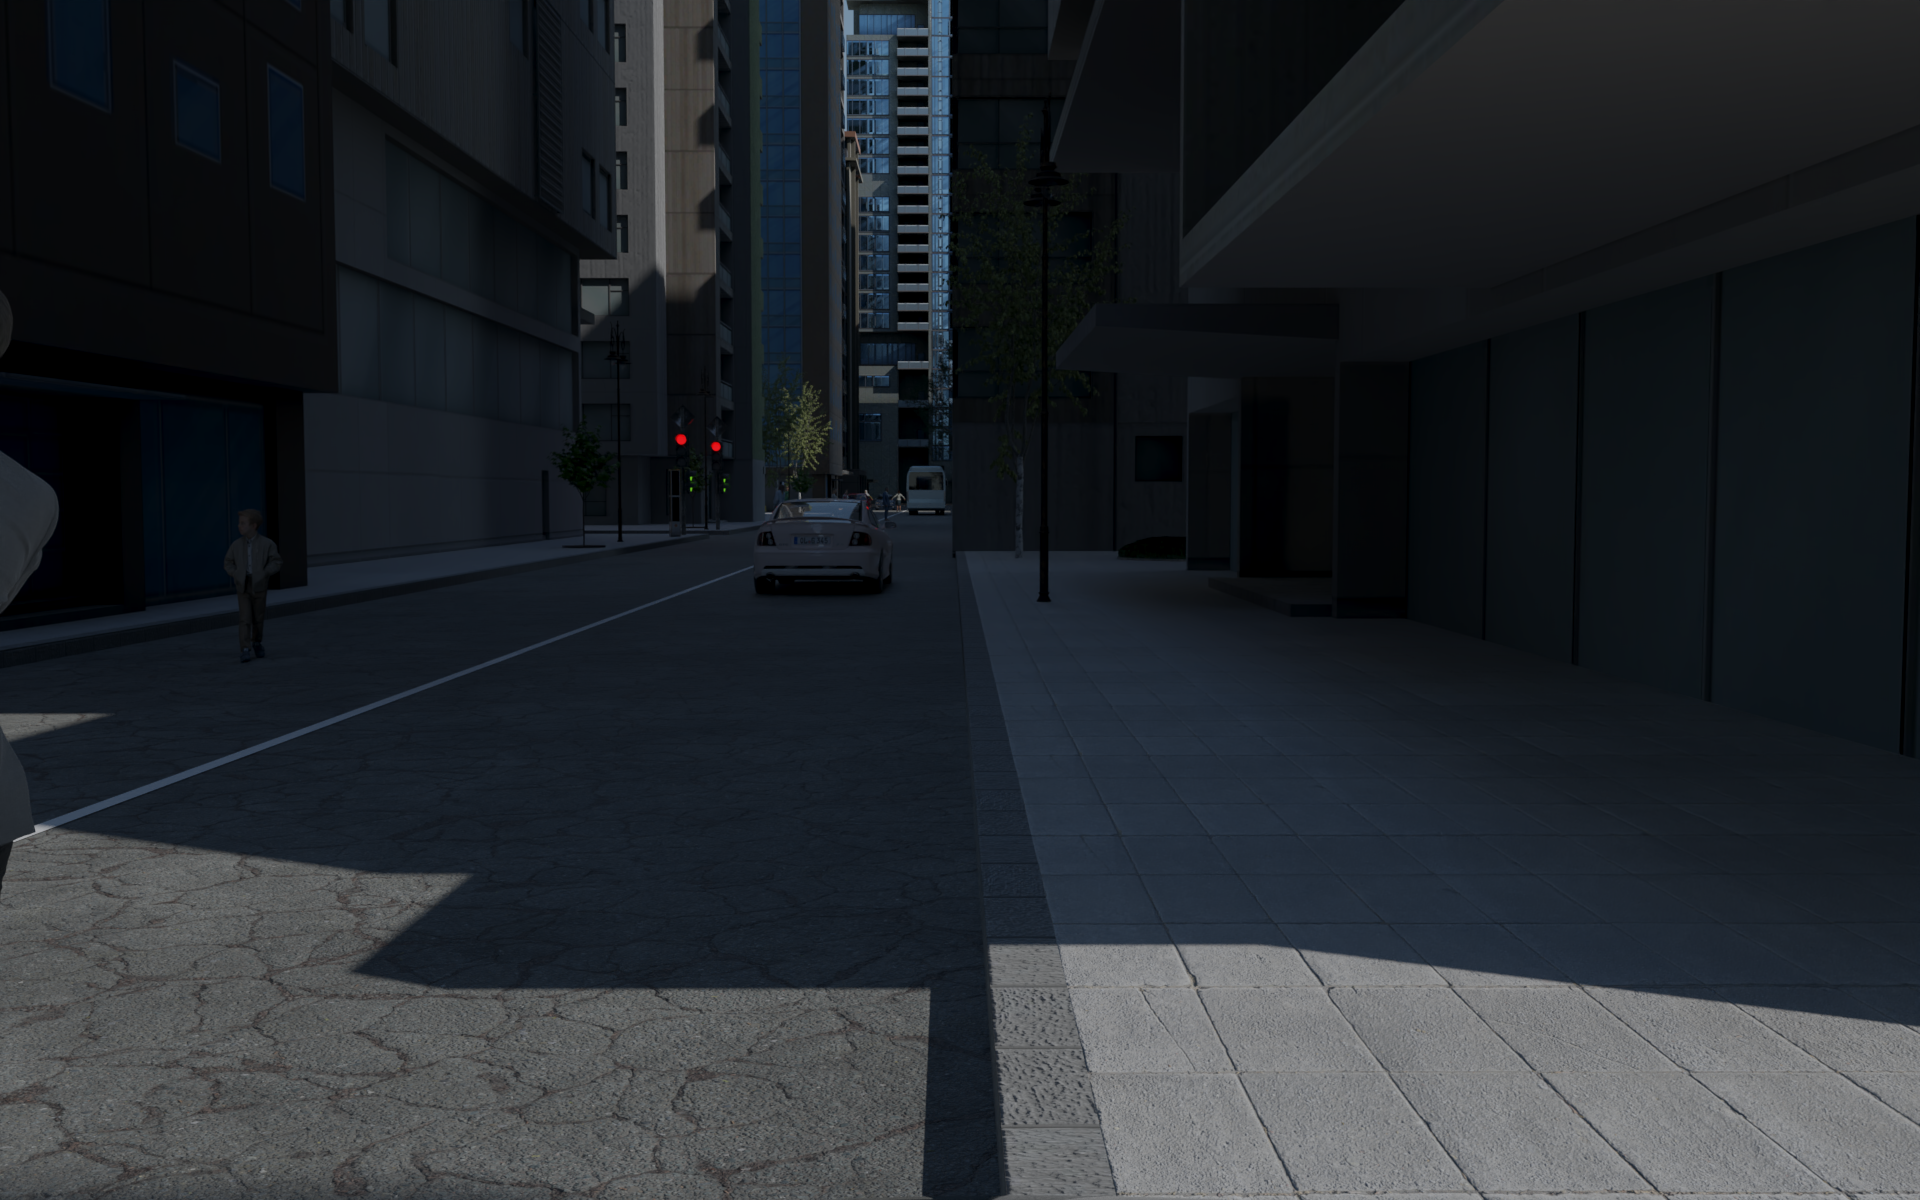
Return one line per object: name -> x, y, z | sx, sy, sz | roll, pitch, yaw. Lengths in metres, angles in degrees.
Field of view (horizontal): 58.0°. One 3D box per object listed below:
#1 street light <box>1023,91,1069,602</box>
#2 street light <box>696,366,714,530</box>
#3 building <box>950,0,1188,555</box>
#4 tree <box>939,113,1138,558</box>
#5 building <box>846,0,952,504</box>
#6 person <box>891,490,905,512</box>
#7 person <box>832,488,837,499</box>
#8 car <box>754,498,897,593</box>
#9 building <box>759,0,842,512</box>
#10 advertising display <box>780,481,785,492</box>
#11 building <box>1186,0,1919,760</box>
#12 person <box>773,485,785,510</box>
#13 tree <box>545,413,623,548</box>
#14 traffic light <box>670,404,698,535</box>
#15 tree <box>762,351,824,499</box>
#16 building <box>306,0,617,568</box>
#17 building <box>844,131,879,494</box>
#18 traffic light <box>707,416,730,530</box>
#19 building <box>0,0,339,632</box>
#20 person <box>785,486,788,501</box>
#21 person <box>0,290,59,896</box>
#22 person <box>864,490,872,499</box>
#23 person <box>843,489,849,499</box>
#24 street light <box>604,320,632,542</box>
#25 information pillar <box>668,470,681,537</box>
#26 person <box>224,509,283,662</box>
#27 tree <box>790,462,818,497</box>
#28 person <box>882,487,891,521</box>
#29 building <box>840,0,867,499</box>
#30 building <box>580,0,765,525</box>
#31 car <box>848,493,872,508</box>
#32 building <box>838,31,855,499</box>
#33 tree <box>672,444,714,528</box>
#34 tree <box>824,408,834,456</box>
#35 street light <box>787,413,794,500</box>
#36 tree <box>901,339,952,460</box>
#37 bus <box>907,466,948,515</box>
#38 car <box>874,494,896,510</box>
street light -> 1.000, -2.916, 20.457 | 0.468, 5.910, 1.993 | 0, 4, 0
street light -> -9.176, -5.485, 62.473 | 0.468, 5.910, 1.993 | 0, 4, 0
building -> 6.814, -16.707, 44.867 | 14.160, 30.474, 14.107 | 0, 4, 0
tree -> 1.380, -5.155, 34.645 | 4.737, 8.622, 4.395 | 0, 3, 0
building -> -3.105, -56.170, 231.042 | 31.000, 86.520, 22.319 | 0, 4, 0
person -> -5.069, -8.134, 142.276 | 1.217, 1.735, 0.721 | -1, 4, -21
person -> -6.287, -4.713, 86.311 | 0.760, 1.731, 0.466 | -3, 4, -38
car -> -2.028, -0.858, 26.386 | 2.083, 1.381, 4.827 | 0, 4, 1
building -> -16.039, -29.154, 126.784 | 14.600, 45.320, 14.200 | 0, 4, 0
advertising display -> -8.756, -4.898, 85.291 | 0.123, 1.923, 0.974 | 0, 4, 1
building -> 14.954, -26.070, 15.481 | 28.713, 52.752, 27.495 | 0, 4, 0
person -> -6.814, -3.468, 65.474 | 0.793, 1.790, 0.793 | 0, 4, -3
tree -> -8.890, -2.867, 41.479 | 1.663, 3.219, 1.824 | 0, 3, 0
traffic light -> -8.658, -3.995, 54.246 | 0.839, 4.253, 0.868 | 0, 4, 0
tree -> -9.608, -8.447, 88.466 | 4.737, 8.622, 4.395 | 0, 3, 0
building -> -23.655, -27.568, 39.977 | 27.495, 52.752, 28.713 | 0, 4, 0
building -> -24.478, -33.520, 202.676 | 28.867, 44.769, 22.147 | 0, 4, 0
traffic light -> -8.699, -4.484, 62.231 | 0.839, 4.253, 0.868 | 0, 4, 0
building -> -15.638, -22.386, 16.117 | 14.600, 45.320, 14.200 | 0, 4, 0
person -> -11.229, -6.496, 112.498 | 0.529, 1.795, 0.600 | 1, 4, 14
person -> -1.732, 0.365, 2.712 | 0.473, 1.802, 0.592 | 3, 5, 39
person -> -7.707, -8.078, 141.313 | 1.217, 1.736, 0.721 | 1, 4, 13
person -> -7.244, -6.108, 109.202 | 0.643, 1.720, 0.563 | 2, 4, 25
street light -> -9.113, -4.495, 46.277 | 0.468, 5.910, 1.993 | 0, 4, 0
information pillar -> -8.568, -2.906, 52.004 | 0.304, 2.012, 0.304 | -1, 4, -22
person -> -6.105, -0.135, 14.977 | 0.475, 1.303, 0.640 | -1, 4, -23
tree -> -9.642, -6.750, 104.972 | 1.663, 3.219, 1.824 | 0, 3, 0
person -> -3.964, -5.170, 93.212 | 0.419, 1.800, 0.721 | 1, 4, 15
building -> -20.107, -45.215, 177.511 | 20.563, 71.187, 20.611 | 0, 4, 0
building -> -16.458, -24.005, 76.076 | 14.154, 41.232, 14.086 | 0, 4, 0
car -> -7.113, -6.785, 119.974 | 2.155, 1.783, 4.494 | 0, 4, 0
building -> -21.634, -32.570, 152.129 | 23.786, 49.044, 30.456 | 0, 4, 0
tree -> -9.980, -4.328, 65.356 | 1.663, 3.219, 1.824 | 0, 3, 0
tree -> -10.492, -10.018, 114.158 | 4.737, 8.622, 4.395 | 0, 3, 0
street light -> -9.461, -7.522, 95.767 | 0.468, 5.910, 1.993 | 0, 4, 0
tree -> 1.121, -9.917, 96.562 | 8.767, 10.594, 7.601 | -1, 4, -11
bus -> -2.312, -7.723, 121.132 | 2.948, 3.499, 13.247 | 0, 4, -1
car -> -6.619, -8.661, 153.611 | 2.014, 1.417, 4.499 | 0, 4, -2
